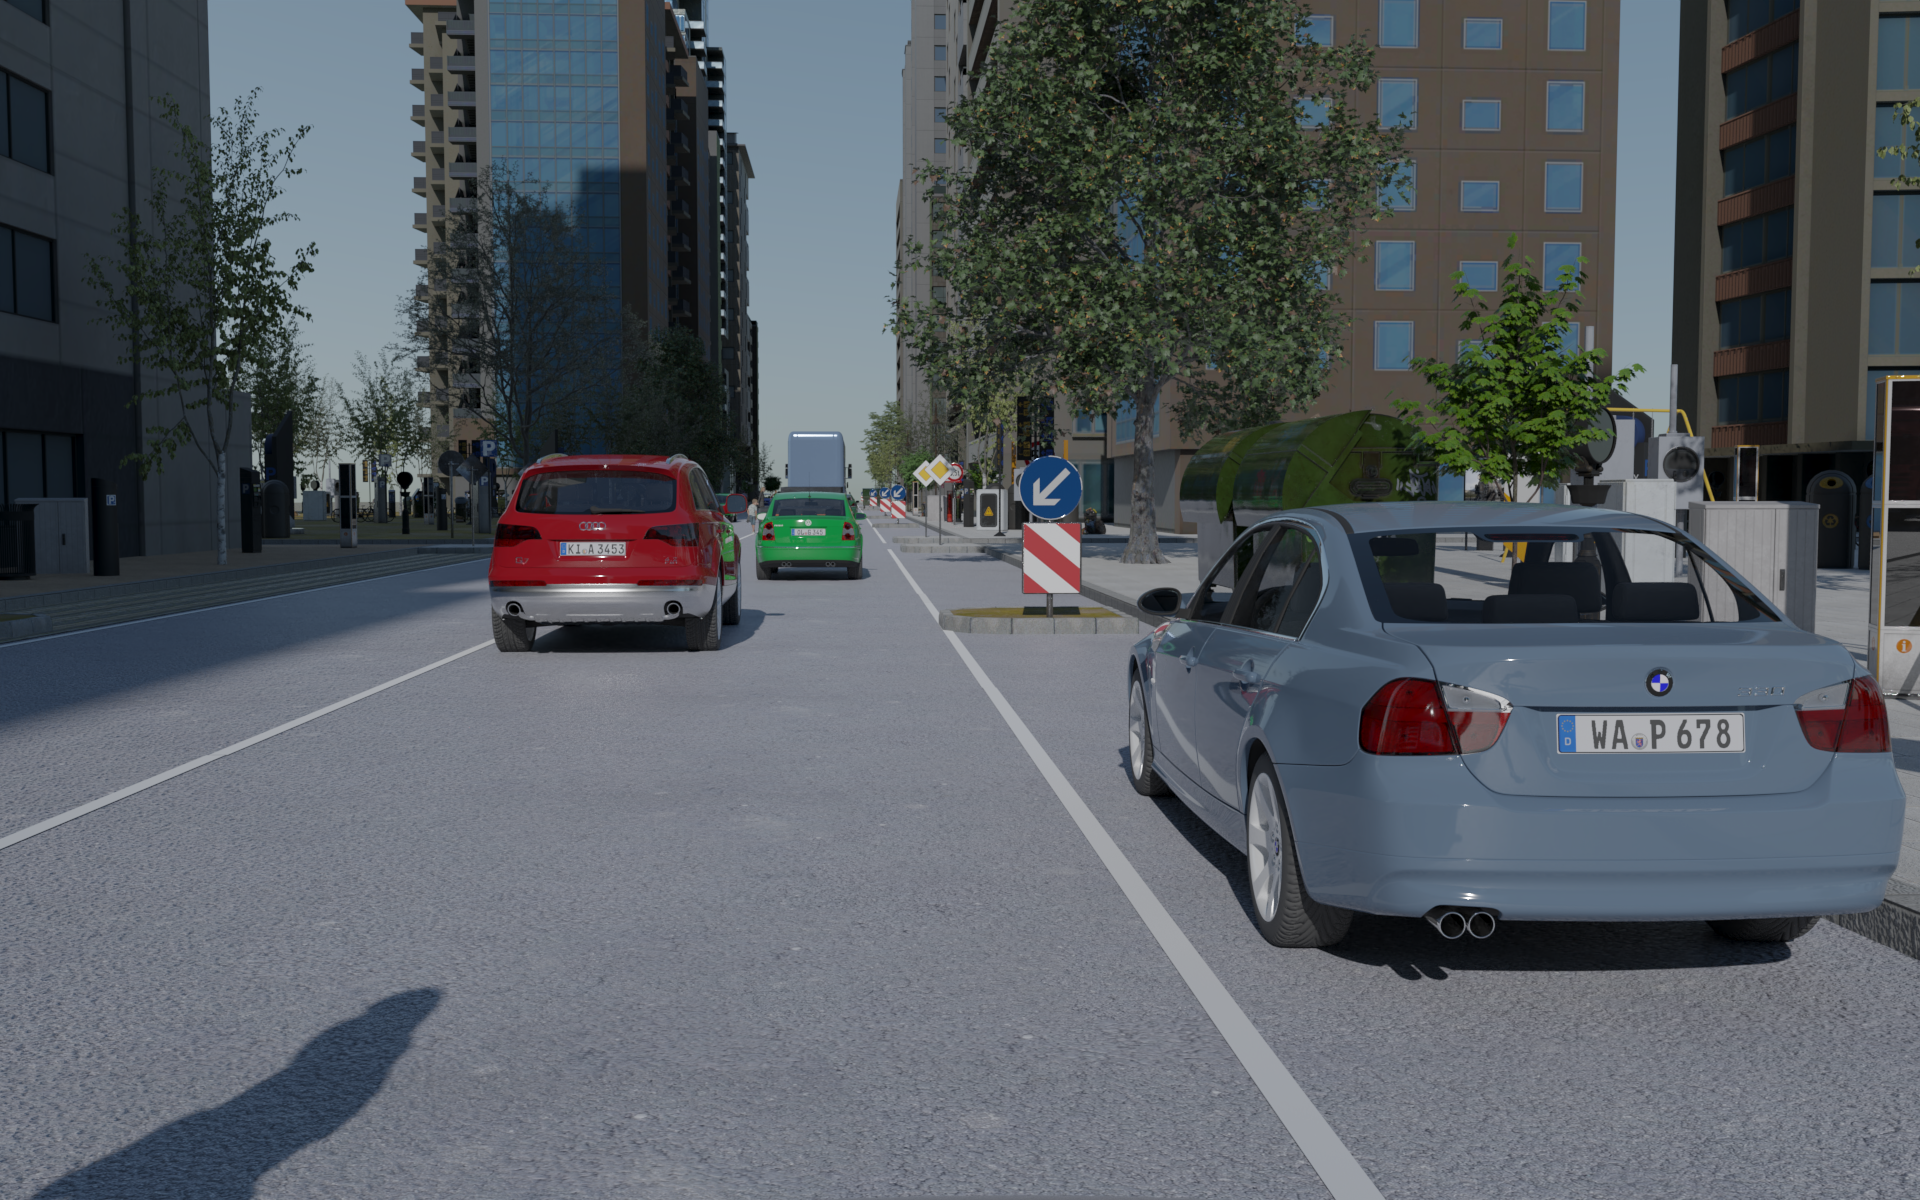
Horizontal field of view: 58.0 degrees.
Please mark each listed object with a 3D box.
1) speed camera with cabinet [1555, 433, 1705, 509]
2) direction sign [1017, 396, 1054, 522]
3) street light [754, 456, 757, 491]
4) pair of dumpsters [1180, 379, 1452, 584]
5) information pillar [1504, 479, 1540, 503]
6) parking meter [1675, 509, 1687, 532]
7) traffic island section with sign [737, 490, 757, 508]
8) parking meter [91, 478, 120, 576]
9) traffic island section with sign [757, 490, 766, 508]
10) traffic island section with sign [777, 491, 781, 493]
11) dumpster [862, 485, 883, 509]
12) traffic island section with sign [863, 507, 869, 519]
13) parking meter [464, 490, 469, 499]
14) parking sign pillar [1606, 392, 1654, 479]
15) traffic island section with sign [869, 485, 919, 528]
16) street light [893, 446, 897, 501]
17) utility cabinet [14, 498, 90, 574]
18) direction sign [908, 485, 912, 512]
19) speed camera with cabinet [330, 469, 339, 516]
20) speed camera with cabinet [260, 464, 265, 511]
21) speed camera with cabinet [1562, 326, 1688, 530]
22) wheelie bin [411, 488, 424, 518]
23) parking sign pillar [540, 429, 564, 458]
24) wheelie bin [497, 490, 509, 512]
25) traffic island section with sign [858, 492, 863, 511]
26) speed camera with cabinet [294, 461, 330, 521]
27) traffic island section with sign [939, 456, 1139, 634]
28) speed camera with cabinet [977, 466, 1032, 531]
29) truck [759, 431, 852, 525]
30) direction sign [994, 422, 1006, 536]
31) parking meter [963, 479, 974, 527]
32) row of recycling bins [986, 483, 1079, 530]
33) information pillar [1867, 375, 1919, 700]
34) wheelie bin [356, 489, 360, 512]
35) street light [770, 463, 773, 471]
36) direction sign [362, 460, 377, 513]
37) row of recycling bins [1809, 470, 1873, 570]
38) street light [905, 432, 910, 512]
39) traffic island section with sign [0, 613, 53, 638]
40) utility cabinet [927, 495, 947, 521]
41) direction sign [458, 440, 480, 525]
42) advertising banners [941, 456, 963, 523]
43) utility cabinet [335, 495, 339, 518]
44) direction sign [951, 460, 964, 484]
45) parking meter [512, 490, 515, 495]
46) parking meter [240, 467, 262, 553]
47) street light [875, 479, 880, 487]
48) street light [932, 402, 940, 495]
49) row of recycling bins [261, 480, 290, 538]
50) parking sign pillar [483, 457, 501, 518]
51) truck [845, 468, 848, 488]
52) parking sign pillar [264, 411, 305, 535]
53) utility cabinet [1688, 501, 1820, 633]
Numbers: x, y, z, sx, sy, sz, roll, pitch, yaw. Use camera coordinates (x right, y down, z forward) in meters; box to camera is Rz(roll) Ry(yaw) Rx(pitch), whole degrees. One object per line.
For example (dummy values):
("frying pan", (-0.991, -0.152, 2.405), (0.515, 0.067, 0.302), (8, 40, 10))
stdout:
("speed camera with cabinet", (10.202, -1.962, 26.412), (2.038, 3.252, 0.660), (0, 4, 5))
("direction sign", (1.744, -2.939, 40.056), (0.876, 3.537, 0.379), (1, 4, 16))
("street light", (-24.812, -14.532, 210.389), (0.468, 5.910, 1.993), (0, 4, -4))
("pair of dumpsters", (3.310, -0.870, 16.721), (1.574, 2.255, 4.437), (0, 4, -4))
("information pillar", (7.912, -2.016, 24.309), (0.504, 3.616, 0.183), (2, 4, 31))
("parking meter", (14.404, -1.614, 34.799), (0.372, 1.533, 0.369), (0, 3, 0))
("traffic island section with sign", (-18.925, -8.659, 150.205), (1.989, 1.847, 2.006), (0, 4, -4))
("parking meter", (-13.411, -1.148, 27.175), (0.372, 1.533, 0.369), (0, 3, 0))
("traffic island section with sign", (-20.645, -10.306, 177.126), (1.989, 1.847, 2.006), (0, 4, -4))
("traffic island section with sign", (-24.153, -13.668, 232.103), (1.989, 1.847, 2.006), (0, 4, -4))
("dumpster", (-8.246, -9.695, 163.456), (1.985, 2.255, 1.502), (0, 4, -3))
("traffic island section with sign", (-4.486, -5.656, 101.095), (1.989, 1.847, 2.006), (0, 4, -4))
("parking meter", (-34.085, -6.817, 119.867), (0.372, 1.533, 0.369), (0, 3, 0))
("parking sign pillar", (16.399, -3.319, 42.731), (1.447, 3.967, 1.447), (-3, 4, -37))
("traffic island section with sign", (-2.771, -4.010, 74.194), (1.989, 1.847, 2.006), (0, 4, -4))
("street light", (-6.080, -11.610, 162.614), (0.468, 5.910, 1.993), (0, 4, -4))
("utility cabinet", (-14.653, -1.027, 27.961), (1.020, 1.237, 0.306), (-1, 4, -17))
("direction sign", (-3.567, -8.066, 123.882), (0.379, 3.537, 0.876), (3, 5, 44))
("speed camera with cabinet", (-37.510, -6.625, 102.657), (0.660, 3.252, 2.038), (0, 4, 8))
("speed camera with cabinet", (-44.186, -7.077, 110.039), (0.660, 3.252, 2.038), (0, 4, 4))
("speed camera with cabinet", (7.570, -1.559, 19.821), (0.660, 3.252, 2.038), (0, 4, 3))
("wheelie bin", (-29.311, -5.251, 93.755), (0.693, 1.594, 0.980), (-2, 4, -28))
("parking sign pillar", (-17.101, -5.146, 72.617), (1.447, 3.967, 1.447), (-3, 5, -42))
("wheelie bin", (-32.839, -7.123, 124.366), (0.980, 1.594, 0.693), (-1, 4, -11))
("traffic island section with sign", (-7.687, -8.722, 151.228), (1.989, 1.847, 2.006), (0, 4, -4))
("speed camera with cabinet", (-31.660, -5.451, 83.455), (2.038, 3.252, 0.660), (0, 4, -6))
("traffic island section with sign", (0.783, -0.612, 18.638), (1.989, 1.847, 2.006), (0, 4, -4))
("speed camera with cabinet", (1.620, -4.031, 60.241), (2.038, 3.252, 0.660), (1, 4, 19))
("truck", (-5.989, -4.815, 68.485), (2.967, 4.110, 18.799), (0, 4, -2))
("direction sign", (1.207, -3.699, 52.475), (0.379, 3.537, 0.876), (1, 4, 14))
("parking meter", (0.340, -3.750, 67.027), (0.255, 1.863, 0.399), (-3, 5, -44))
("row of recycling bins", (2.555, -3.366, 62.153), (3.534, 1.692, 1.069), (1, 4, 18))
("information pillar", (5.919, -0.391, 10.881), (0.304, 2.012, 0.304), (1, 4, 16))
("wheelie bin", (-41.107, -6.699, 117.438), (0.980, 1.594, 0.693), (3, 4, 37))
("street light", (-27.222, -16.916, 249.355), (0.468, 5.910, 1.993), (0, 4, -4))
("direction sign", (-38.982, -7.486, 114.396), (0.876, 3.537, 0.379), (-1, 4, -15))
("row of recycling bins", (15.854, -1.335, 28.937), (1.069, 1.692, 3.534), (-2, 4, -32))
("street light", (-3.794, -9.378, 126.120), (0.468, 5.910, 1.993), (0, 4, -4))
("traffic island section with sign", (-10.445, -0.545, 17.533), (1.989, 1.847, 2.006), (0, 4, -4))
("utility cabinet", (-1.034, -4.369, 82.596), (1.020, 1.237, 0.306), (1, 4, 13))
("direction sign", (-20.463, -4.912, 72.310), (0.876, 3.537, 0.379), (-1, 4, -14))
("advertising banners", (-0.443, -5.012, 78.135), (0.090, 3.025, 2.074), (-2, 4, -31))
("utility cabinet", (-33.679, -5.099, 94.523), (0.306, 1.237, 1.020), (1, 4, 20))
("direction sign", (-0.164, -7.610, 116.424), (0.876, 3.537, 0.379), (1, 4, 20))
("parking meter", (-24.552, -5.334, 95.620), (0.372, 1.533, 0.369), (0, 3, 0))
("parking meter", (-15.441, -1.958, 37.727), (0.399, 1.863, 0.255), (1, 4, 22))
("street light", (-13.935, -19.128, 285.529), (0.468, 5.910, 1.993), (0, 4, -4))
("street light", (-1.213, -6.988, 87.045), (0.468, 5.910, 1.993), (0, 4, -4))
("row of recycling bins", (-21.298, -2.670, 50.767), (3.534, 1.692, 1.069), (1, 4, 12))
("parking sign pillar", (-25.609, -6.475, 94.339), (1.447, 3.967, 1.447), (0, 4, -1))
("truck", (-13.269, -11.800, 181.849), (2.839, 4.237, 11.283), (0, 4, -2))
("parking sign pillar", (-21.738, -4.087, 55.295), (1.447, 3.967, 1.447), (0, 4, 1))
("utility cabinet", (6.783, -0.224, 14.826), (1.020, 1.237, 0.306), (0, 4, -5))
